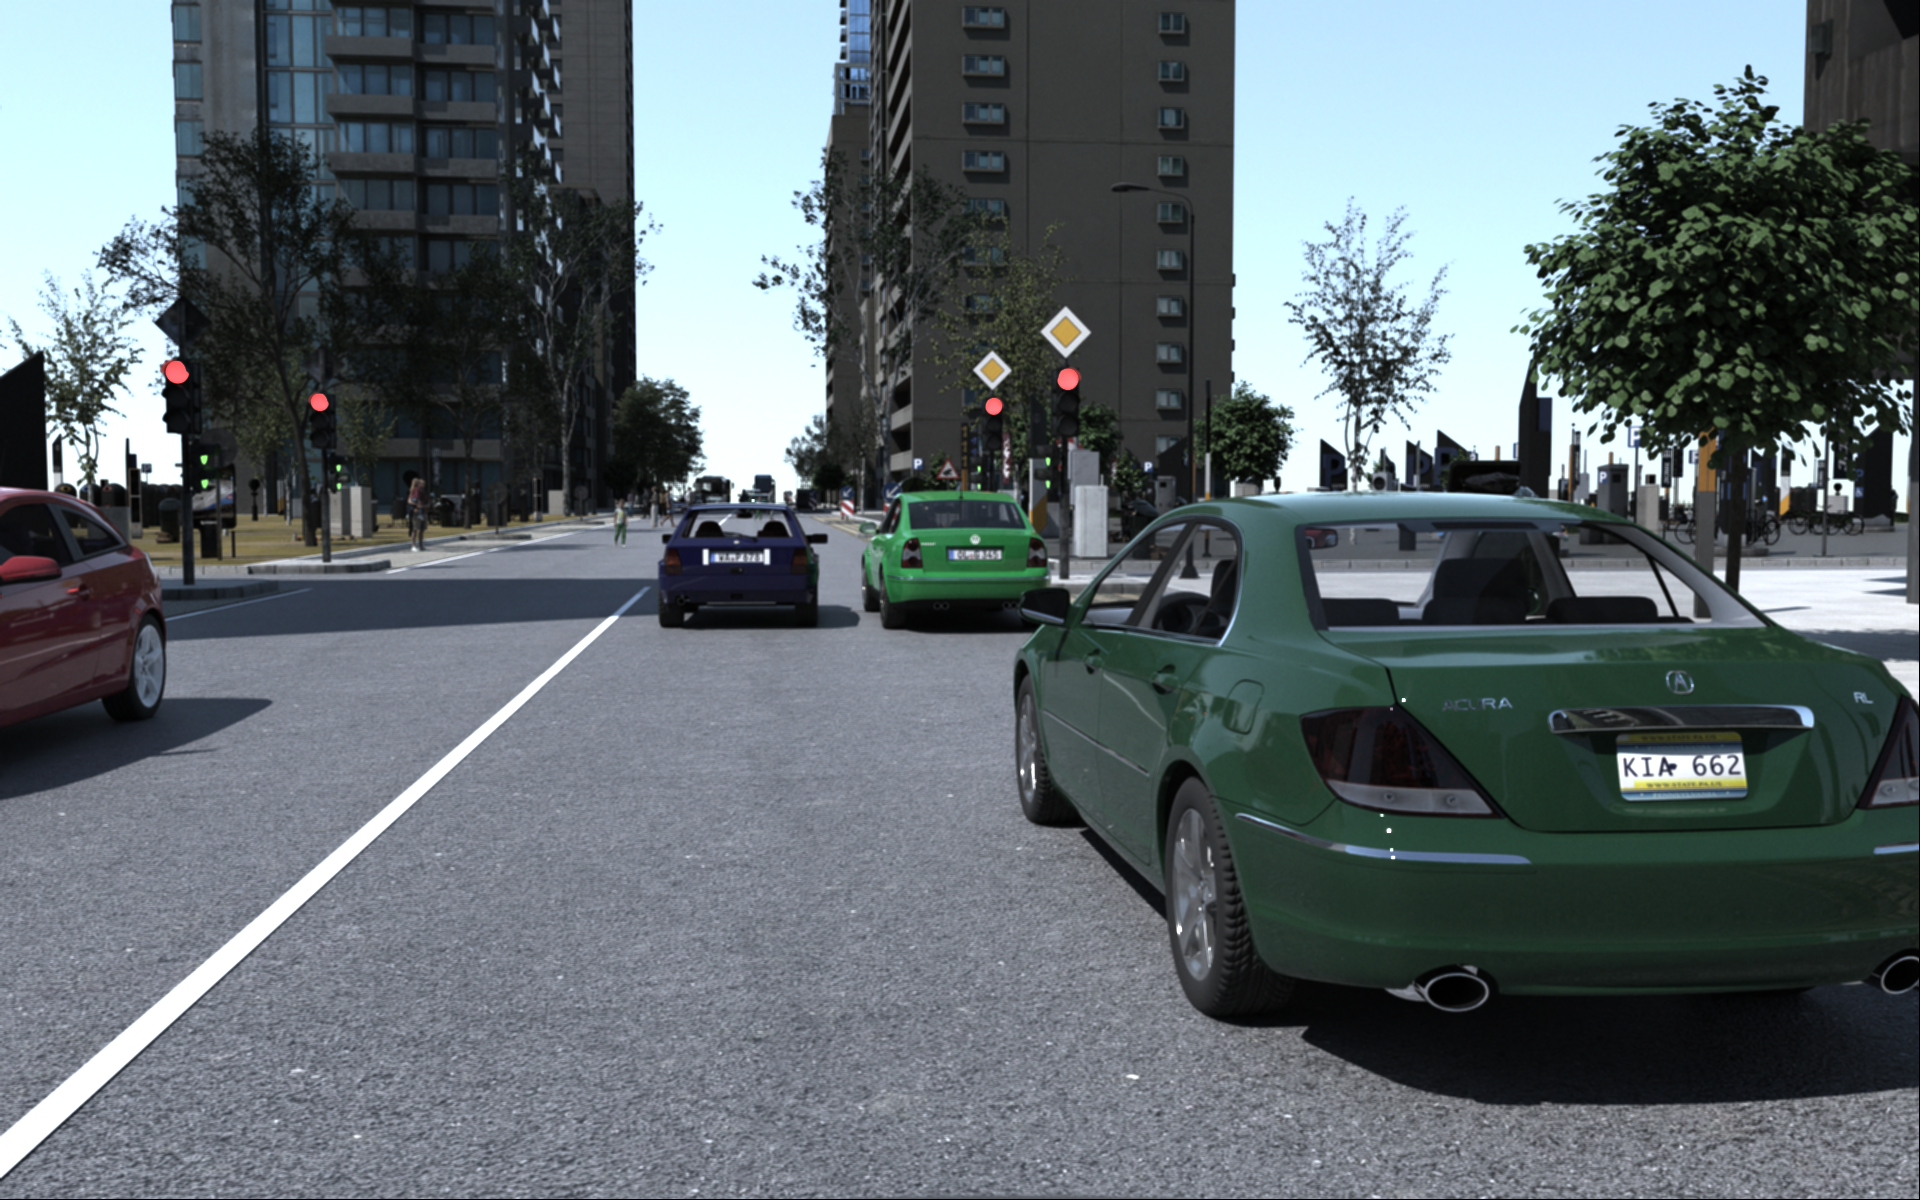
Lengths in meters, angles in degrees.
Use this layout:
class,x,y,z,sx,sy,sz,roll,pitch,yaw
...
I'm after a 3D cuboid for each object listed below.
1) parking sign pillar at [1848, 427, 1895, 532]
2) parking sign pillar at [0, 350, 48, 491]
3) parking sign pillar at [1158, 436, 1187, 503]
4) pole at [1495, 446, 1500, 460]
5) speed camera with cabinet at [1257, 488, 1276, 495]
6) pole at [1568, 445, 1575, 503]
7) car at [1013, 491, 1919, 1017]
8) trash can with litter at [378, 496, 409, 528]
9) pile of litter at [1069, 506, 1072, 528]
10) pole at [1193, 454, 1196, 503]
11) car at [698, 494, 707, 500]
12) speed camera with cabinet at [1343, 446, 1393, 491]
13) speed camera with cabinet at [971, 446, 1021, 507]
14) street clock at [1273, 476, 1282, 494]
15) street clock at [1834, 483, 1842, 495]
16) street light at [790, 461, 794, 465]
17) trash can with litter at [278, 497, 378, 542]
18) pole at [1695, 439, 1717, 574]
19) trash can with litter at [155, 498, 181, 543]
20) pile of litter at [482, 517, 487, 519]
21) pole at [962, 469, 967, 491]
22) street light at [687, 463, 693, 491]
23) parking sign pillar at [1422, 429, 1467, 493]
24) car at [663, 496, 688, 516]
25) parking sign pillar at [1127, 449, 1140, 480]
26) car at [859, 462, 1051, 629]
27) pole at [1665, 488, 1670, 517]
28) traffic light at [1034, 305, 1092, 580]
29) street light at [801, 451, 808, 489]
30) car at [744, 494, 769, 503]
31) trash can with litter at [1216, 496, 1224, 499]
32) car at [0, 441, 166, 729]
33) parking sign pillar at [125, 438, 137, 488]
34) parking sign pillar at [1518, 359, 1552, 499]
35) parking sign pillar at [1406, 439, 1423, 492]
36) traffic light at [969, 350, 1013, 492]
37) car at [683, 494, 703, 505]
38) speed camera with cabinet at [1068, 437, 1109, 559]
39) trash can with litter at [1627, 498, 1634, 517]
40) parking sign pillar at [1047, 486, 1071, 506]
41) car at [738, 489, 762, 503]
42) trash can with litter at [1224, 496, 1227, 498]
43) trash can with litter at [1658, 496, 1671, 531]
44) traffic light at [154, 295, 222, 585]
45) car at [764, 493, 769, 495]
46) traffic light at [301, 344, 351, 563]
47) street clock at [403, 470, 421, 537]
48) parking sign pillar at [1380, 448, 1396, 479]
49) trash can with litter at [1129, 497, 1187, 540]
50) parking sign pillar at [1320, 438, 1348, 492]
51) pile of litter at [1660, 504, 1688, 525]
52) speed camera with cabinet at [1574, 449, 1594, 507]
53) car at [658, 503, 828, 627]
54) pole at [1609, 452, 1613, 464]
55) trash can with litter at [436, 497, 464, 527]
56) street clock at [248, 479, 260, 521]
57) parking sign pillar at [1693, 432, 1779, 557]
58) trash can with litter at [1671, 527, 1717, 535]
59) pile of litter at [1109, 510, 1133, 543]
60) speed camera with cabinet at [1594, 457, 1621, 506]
class,x,y,z,sx,sy,sz,roll,pitch,yaw
parking sign pillar,31.062,-4.308,58.914,1.447,3.967,1.447,-1,4,-22
parking sign pillar,-17.624,-2.665,32.051,1.447,3.967,1.447,2,4,28
parking sign pillar,9.841,-5.608,80.164,1.447,3.967,1.447,0,4,2
pole,22.594,-4.833,72.867,0.158,3.312,0.155,0,3,0
speed camera with cabinet,18.363,-6.764,104.933,0.660,3.252,2.038,-1,4,-23
pole,25.201,-4.744,71.401,0.158,3.312,0.155,0,3,0
car,1.361,0.338,6.272,2.131,1.459,4.920,0,4,-7
trash can with litter,-21.687,-3.355,65.905,2.233,1.210,1.678,0,4,-2
pile of litter,4.437,-3.169,65.784,1.176,0.858,1.719,-1,4,-19
pole,8.393,-4.187,62.305,0.158,3.312,0.155,0,3,0
car,-22.648,-8.307,147.611,2.131,1.459,4.920,-1,4,-9
speed camera with cabinet,16.984,-4.765,72.247,2.038,3.252,0.660,3,5,41
speed camera with cabinet,1.504,-4.759,72.150,2.038,3.252,0.660,-1,4,-14
street clock,12.973,-4.054,70.852,0.358,2.002,0.471,1,4,19
street clock,58.211,-6.747,114.887,0.358,2.002,0.471,-1,4,-21
street light,-22.855,-16.583,243.670,1.470,5.913,1.316,0,4,-7
trash can with litter,-17.387,-2.229,47.504,2.233,1.210,1.678,0,4,-5
pole,7.696,-1.468,17.844,0.158,3.312,0.155,0,3,0
trash can with litter,-20.687,-2.078,45.354,0.624,1.170,1.055,-1,4,-11
pile of litter,-24.296,-4.684,90.550,1.176,0.858,1.719,-3,5,-39
pole,0.160,-4.046,59.991,0.158,3.312,0.155,0,3,0
street light,-37.766,-16.186,237.183,1.470,5.913,1.316,0,4,-7
parking sign pillar,20.271,-5.091,71.716,1.447,3.967,1.447,3,5,45
car,-18.448,-6.141,112.990,1.945,1.354,3.894,0,4,-8
parking sign pillar,10.158,-6.980,102.602,1.447,3.967,1.447,-2,4,-27
car,-0.133,-0.676,19.855,1.959,1.807,4.718,0,4,-7
pole,36.280,-5.809,88.820,0.158,3.312,0.155,0,3,0
traffic light,1.550,-2.265,25.951,0.839,4.253,0.868,0,4,-7
street light,-15.869,-12.976,184.698,1.470,5.913,1.316,0,4,-7
car,-13.769,-6.555,118.969,2.131,1.459,4.920,0,4,-8
trash can with litter,13.335,-4.821,90.203,1.055,1.170,0.624,-3,4,-36
car,-5.863,-0.027,9.481,2.155,1.783,4.494,0,4,-7
parking sign pillar,-40.051,-5.824,83.691,1.447,3.967,1.447,-2,4,-28
parking sign pillar,11.674,-2.862,35.258,1.447,3.967,1.447,1,4,9
parking sign pillar,22.481,-5.891,84.788,1.447,3.967,1.447,1,4,14
traffic light,0.606,-2.750,33.880,0.839,4.253,0.868,0,4,-7
car,-22.075,-7.968,142.067,2.131,1.459,4.920,0,4,-6
speed camera with cabinet,2.614,-2.495,35.130,0.660,3.252,2.038,0,4,-3
trash can with litter,37.981,-5.311,98.221,1.055,1.170,0.624,1,4,14
parking sign pillar,5.561,-6.635,96.948,1.447,3.967,1.447,-1,4,-14
car,-17.557,-8.393,145.903,2.281,1.827,5.304,-1,4,-9
trash can with litter,15.902,-5.560,101.963,2.233,1.210,1.678,1,4,8
trash can with litter,24.473,-3.089,61.563,2.233,1.210,1.678,0,4,5
traffic light,-10.922,-2.173,24.457,0.839,4.253,0.868,0,4,-7
car,-24.020,-12.459,212.745,2.155,1.783,4.494,0,4,-7
traffic light,-11.866,-2.658,32.386,0.839,4.253,0.868,0,4,-7
street clock,-16.466,-2.905,52.059,0.471,2.002,0.358,0,4,-4
parking sign pillar,25.287,-6.966,102.368,1.447,3.967,1.447,3,5,39
trash can with litter,3.799,-1.380,33.953,0.624,1.170,1.055,-3,4,-36
parking sign pillar,18.133,-5.845,84.037,1.447,3.967,1.447,-1,4,-15
pile of litter,30.218,-3.638,73.441,1.719,0.858,1.176,-2,4,-35
speed camera with cabinet,27.331,-5.054,76.975,0.660,3.252,2.038,0,4,0
car,-2.500,-0.455,20.025,1.945,1.354,3.894,0,4,-5
pole,31.394,-5.489,83.585,0.158,3.312,0.155,0,3,0
trash can with litter,-19.624,-3.387,66.759,0.624,1.170,1.055,2,4,33
street clock,-33.797,-4.796,82.981,0.358,2.002,0.471,2,4,33
parking sign pillar,16.072,-2.906,35.983,1.447,3.967,1.447,1,4,18
trash can with litter,23.650,-2.671,54.725,1.678,1.210,2.233,2,4,32
pile of litter,4.264,-1.978,46.298,1.176,0.858,1.719,3,5,41
speed camera with cabinet,34.591,-6.023,92.809,2.038,3.252,0.660,3,5,42
